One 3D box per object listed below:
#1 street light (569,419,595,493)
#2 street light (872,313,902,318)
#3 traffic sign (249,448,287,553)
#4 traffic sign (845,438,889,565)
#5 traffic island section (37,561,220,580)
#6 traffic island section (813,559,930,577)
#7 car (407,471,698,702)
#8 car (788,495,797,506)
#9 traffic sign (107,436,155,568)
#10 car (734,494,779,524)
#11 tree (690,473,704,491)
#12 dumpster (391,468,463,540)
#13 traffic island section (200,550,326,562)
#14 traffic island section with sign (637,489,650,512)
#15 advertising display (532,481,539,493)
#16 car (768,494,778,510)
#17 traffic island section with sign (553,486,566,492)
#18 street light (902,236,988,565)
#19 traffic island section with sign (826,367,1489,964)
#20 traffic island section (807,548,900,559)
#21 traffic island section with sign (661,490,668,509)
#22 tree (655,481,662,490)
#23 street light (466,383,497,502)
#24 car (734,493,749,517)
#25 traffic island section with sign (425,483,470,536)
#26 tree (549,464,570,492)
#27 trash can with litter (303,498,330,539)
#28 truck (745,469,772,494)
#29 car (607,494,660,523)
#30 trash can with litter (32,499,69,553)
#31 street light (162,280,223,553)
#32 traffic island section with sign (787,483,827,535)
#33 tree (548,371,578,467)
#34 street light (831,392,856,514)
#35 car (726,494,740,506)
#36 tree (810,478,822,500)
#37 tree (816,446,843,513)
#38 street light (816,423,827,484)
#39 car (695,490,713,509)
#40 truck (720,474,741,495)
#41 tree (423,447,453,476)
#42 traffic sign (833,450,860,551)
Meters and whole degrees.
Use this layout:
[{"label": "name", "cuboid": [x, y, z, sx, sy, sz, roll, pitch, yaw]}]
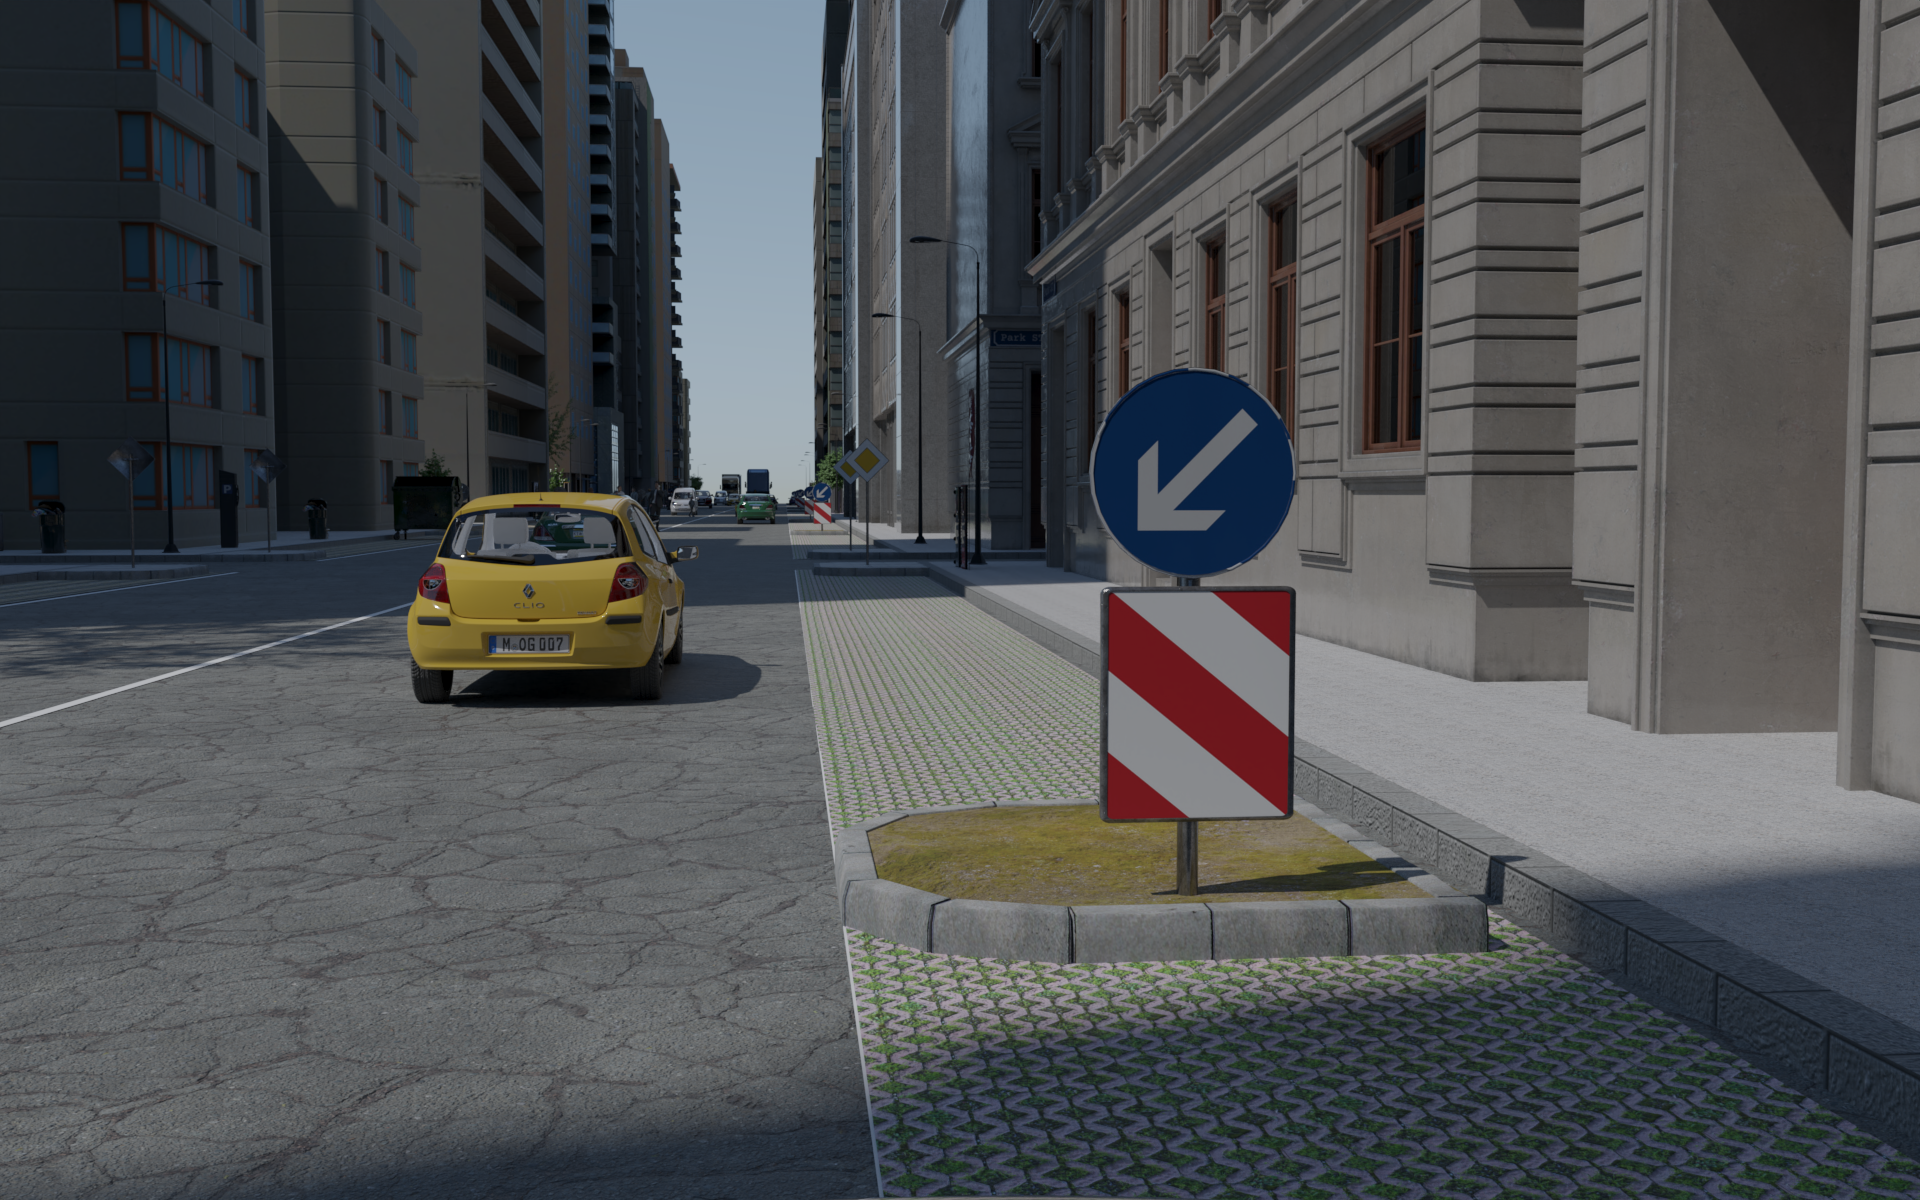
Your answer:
[{"label": "street light", "cuboid": [-23.693, -8.270, 107.756, 1.470, 5.913, 1.316, 0, 4, -6]}, {"label": "street light", "cuboid": [-1.564, -4.407, 44.600, 1.470, 5.913, 1.316, 0, 4, -6]}, {"label": "traffic sign", "cuboid": [-15.163, -2.099, 37.969, 0.795, 2.450, 0.064, 0, 4, -6]}, {"label": "traffic sign", "cuboid": [-1.677, -1.691, 31.283, 0.795, 2.450, 0.064, 0, 4, -6]}, {"label": "traffic island section", "cuboid": [-14.381, -0.477, 30.083, 2.009, 0.180, 2.903, 0, 4, -6]}, {"label": "traffic island section", "cuboid": [-1.654, -0.555, 31.362, 2.009, 0.180, 2.903, 0, 4, -6]}, {"label": "car", "cuboid": [-3.067, -0.195, 13.406, 2.015, 1.641, 3.980, 0, 4, -6]}, {"label": "car", "cuboid": [-20.461, -12.444, 216.042, 1.945, 1.354, 3.894, 0, 4, -7]}, {"label": "traffic sign", "cuboid": [-14.358, -1.614, 30.024, 0.795, 2.450, 0.064, 0, 4, -6]}, {"label": "car", "cuboid": [-9.823, -4.389, 83.565, 2.131, 1.459, 4.920, 0, 4, -6]}, {"label": "tree", "cuboid": [-41.641, -17.551, 270.675, 4.285, 4.588, 4.351, 0, 3, 0]}, {"label": "dumpster", "cuboid": [-16.624, -3.003, 54.054, 1.985, 2.255, 1.502, 0, 4, -4]}, {"label": "traffic island section", "cuboid": [-15.185, -0.963, 38.028, 2.009, 0.180, 2.903, 0, 4, -6]}, {"label": "traffic island section with sign", "cuboid": [-25.278, -7.887, 137.581, 1.989, 1.847, 2.006, 0, 4, -6]}, {"label": "advertising display", "cuboid": [-21.853, -5.132, 89.121, 0.123, 1.923, 0.974, 0, 4, 0]}, {"label": "car", "cuboid": [-17.650, -8.981, 158.838, 2.014, 1.417, 4.499, 0, 4, -5]}, {"label": "traffic island section with sign", "cuboid": [-20.227, -4.832, 87.634, 1.989, 1.847, 2.006, 0, 4, -6]}, {"label": "street light", "cuboid": [-0.212, -3.599, 31.381, 1.470, 5.913, 1.316, 0, 4, -6]}, {"label": "traffic island section with sign", "cuboid": [0.555, 0.148, 6.213, 1.989, 1.847, 2.006, 0, 4, -6]}, {"label": "traffic island section", "cuboid": [-2.458, -1.041, 39.307, 2.009, 0.180, 2.903, 0, 4, -6]}, {"label": "traffic island section with sign", "cuboid": [-28.001, -9.527, 164.398, 1.989, 1.847, 2.006, 0, 4, -6]}, {"label": "tree", "cuboid": [-33.264, -11.869, 188.664, 1.663, 3.219, 1.824, 0, 3, 0]}, {"label": "street light", "cuboid": [-20.111, -6.126, 72.702, 1.470, 5.913, 1.316, 0, 4, -6]}, {"label": "car", "cuboid": [-13.512, -6.161, 110.956, 2.015, 1.641, 3.980, 0, 4, -5]}, {"label": "traffic island section with sign", "cuboid": [-17.459, -3.166, 60.397, 1.989, 1.847, 2.006, 0, 4, -6]}, {"label": "tree", "cuboid": [-25.941, -7.126, 111.119, 1.663, 3.219, 1.824, 0, 3, 0]}, {"label": "trash can with litter", "cuboid": [-18.278, -2.315, 49.233, 0.624, 1.170, 1.055, -1, 4, -13]}, {"label": "truck", "cuboid": [-20.979, -11.581, 179.107, 2.967, 4.110, 18.799, 0, 4, -6]}, {"label": "car", "cuboid": [-6.216, -1.083, 29.509, 2.131, 1.459, 4.920, 0, 4, -7]}, {"label": "trash can with litter", "cuboid": [-19.711, -1.601, 37.564, 0.624, 1.170, 1.055, -1, 4, -21]}, {"label": "street light", "cuboid": [-16.662, -3.981, 37.635, 1.470, 5.913, 1.316, 0, 4, -6]}, {"label": "traffic island section with sign", "cuboid": [-4.940, -3.175, 60.535, 1.989, 1.847, 2.006, 0, 4, -6]}, {"label": "tree", "cuboid": [-24.658, -9.237, 101.387, 4.737, 8.622, 4.395, 0, 3, 0]}, {"label": "street light", "cuboid": [-5.176, -6.526, 79.246, 1.470, 5.913, 1.316, 0, 4, -6]}, {"label": "car", "cuboid": [-27.082, -12.098, 208.023, 2.015, 1.641, 3.980, 0, 4, -6]}, {"label": "tree", "cuboid": [-17.006, -12.824, 204.277, 1.663, 3.219, 1.824, 0, 3, 0]}, {"label": "tree", "cuboid": [-8.019, -8.155, 117.041, 4.285, 4.588, 4.351, 0, 3, 0]}, {"label": "street light", "cuboid": [-8.621, -8.637, 113.756, 1.470, 5.913, 1.316, 0, 4, -6]}, {"label": "car", "cuboid": [-25.629, -9.987, 171.960, 2.281, 1.827, 5.304, 0, 4, -7]}, {"label": "truck", "cuboid": [-32.306, -15.647, 244.745, 2.839, 4.237, 11.283, 0, 4, -5]}, {"label": "tree", "cuboid": [-22.049, -4.752, 72.292, 1.663, 3.219, 1.824, 0, 3, 0]}, {"label": "traffic sign", "cuboid": [-2.481, -2.176, 39.228, 0.795, 2.450, 0.064, 0, 4, -6]}]
